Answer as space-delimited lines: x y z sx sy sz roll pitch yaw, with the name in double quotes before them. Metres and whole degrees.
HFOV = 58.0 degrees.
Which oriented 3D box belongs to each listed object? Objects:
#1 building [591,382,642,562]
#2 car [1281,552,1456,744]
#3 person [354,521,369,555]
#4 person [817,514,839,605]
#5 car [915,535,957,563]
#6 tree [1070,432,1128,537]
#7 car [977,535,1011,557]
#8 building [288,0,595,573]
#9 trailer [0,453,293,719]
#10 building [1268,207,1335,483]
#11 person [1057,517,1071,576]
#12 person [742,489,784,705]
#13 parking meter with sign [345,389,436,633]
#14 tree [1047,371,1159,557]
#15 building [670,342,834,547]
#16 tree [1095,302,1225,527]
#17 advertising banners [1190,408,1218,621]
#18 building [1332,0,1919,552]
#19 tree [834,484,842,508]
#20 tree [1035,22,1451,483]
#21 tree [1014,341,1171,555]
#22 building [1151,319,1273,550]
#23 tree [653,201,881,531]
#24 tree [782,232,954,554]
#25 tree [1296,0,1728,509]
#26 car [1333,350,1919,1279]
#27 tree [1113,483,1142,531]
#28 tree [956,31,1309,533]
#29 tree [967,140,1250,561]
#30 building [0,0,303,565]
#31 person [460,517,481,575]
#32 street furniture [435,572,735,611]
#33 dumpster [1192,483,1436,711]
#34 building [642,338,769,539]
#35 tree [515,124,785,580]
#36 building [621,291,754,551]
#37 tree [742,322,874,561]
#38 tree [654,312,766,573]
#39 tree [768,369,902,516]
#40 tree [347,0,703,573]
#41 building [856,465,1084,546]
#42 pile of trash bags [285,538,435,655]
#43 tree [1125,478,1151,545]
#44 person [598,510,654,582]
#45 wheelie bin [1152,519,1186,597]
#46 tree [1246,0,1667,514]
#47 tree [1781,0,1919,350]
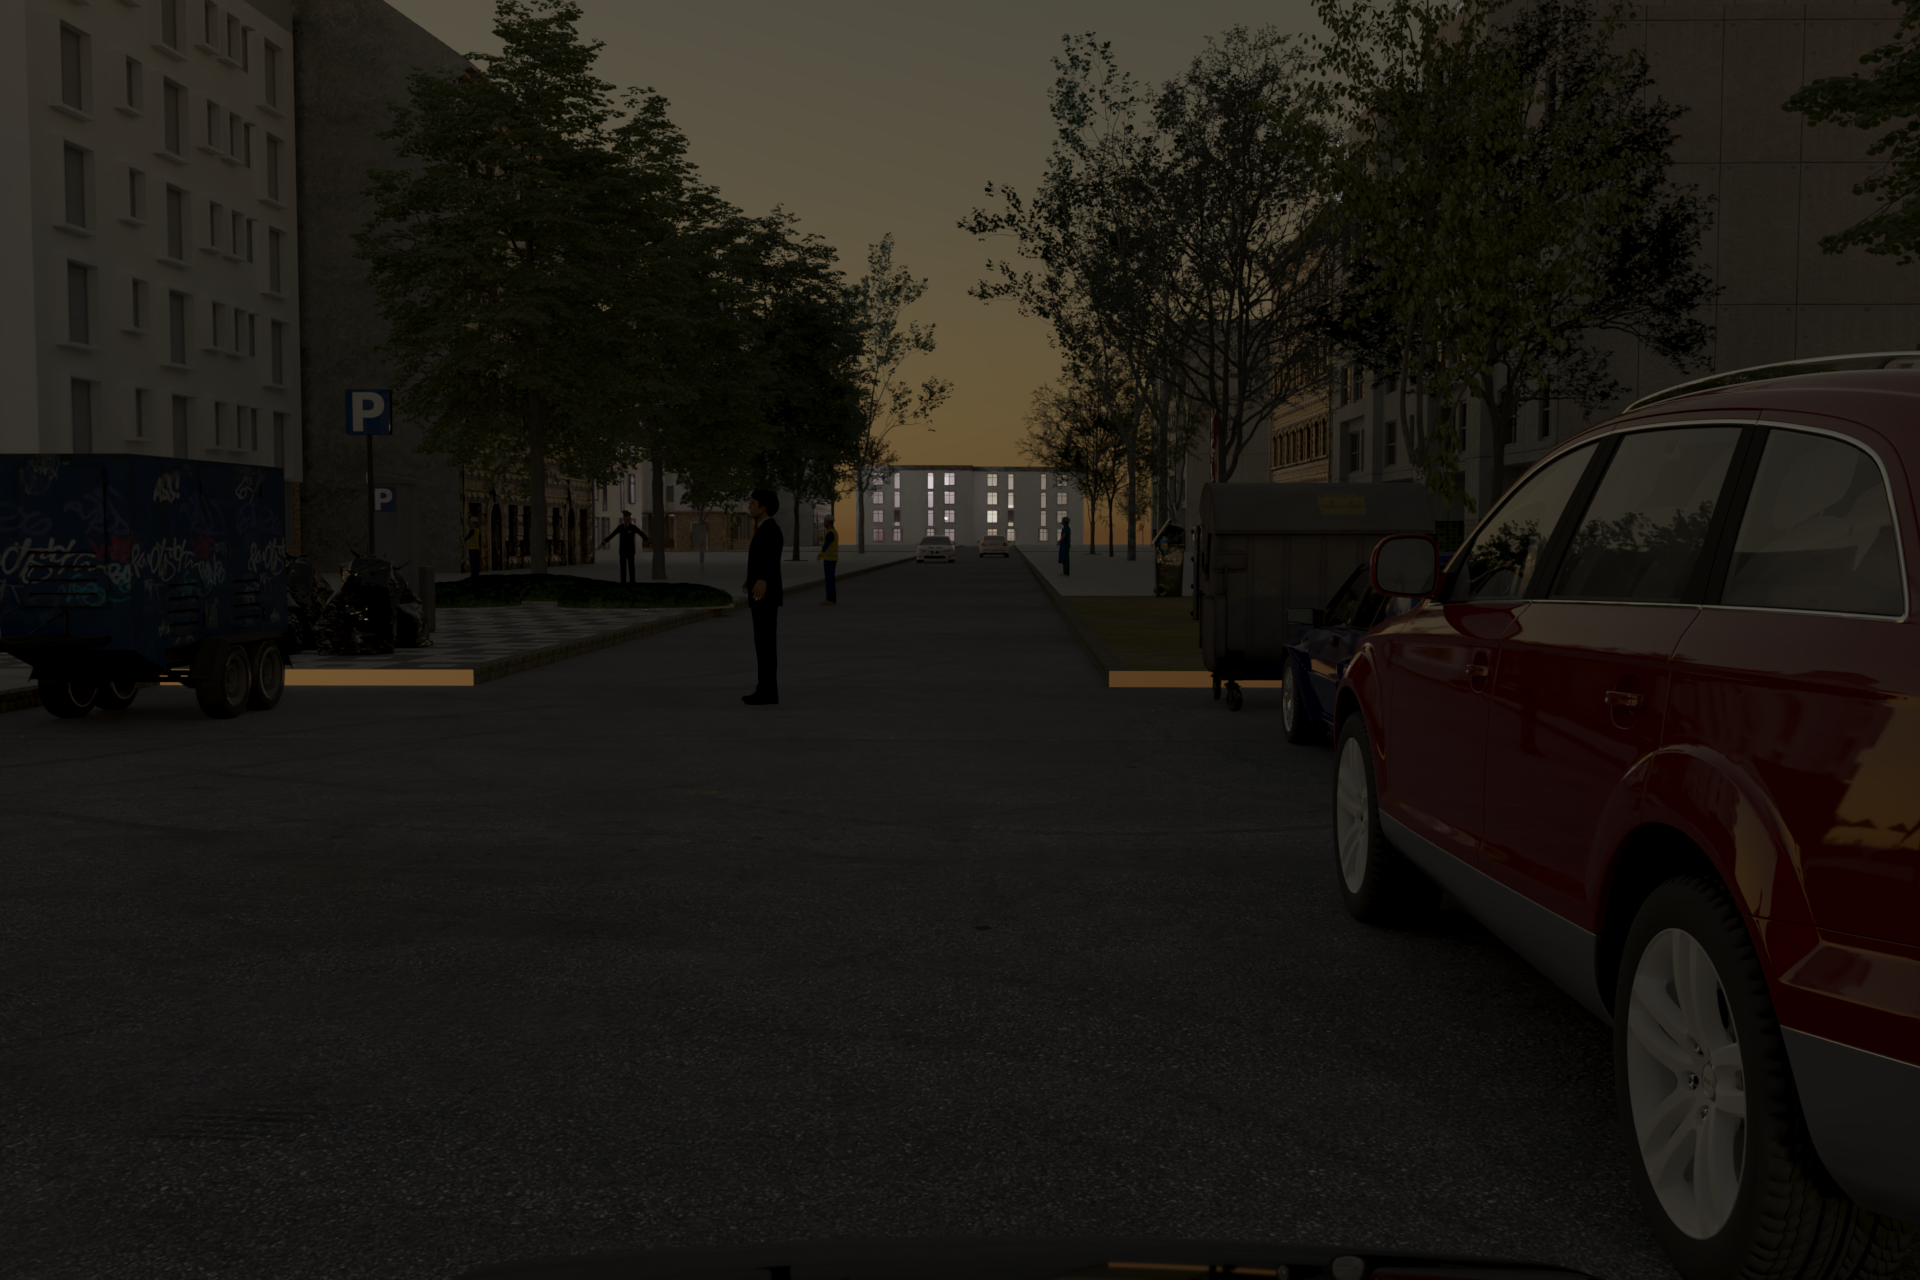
"building" -20.960 -9.046 90.047 9.099 9.664 28.070 0 4 1
"car" 3.063 0.118 10.655 1.945 1.354 3.894 0 4 1
"person" -17.644 -2.794 51.874 1.347 1.806 0.705 2 4 35
"person" -2.672 -1.633 35.127 0.705 1.833 1.349 0 4 6
"car" -1.201 -4.588 87.374 2.083 1.381 4.827 0 4 1
"tree" 8.940 -10.301 118.778 4.360 8.622 3.978 0 3 0
"car" 2.106 -5.808 107.327 2.083 1.381 4.827 0 4 1
"building" -25.184 -14.314 64.966 19.493 23.208 18.063 0 4 1
"trailer" -6.340 -0.367 13.042 1.471 1.999 3.904 0 4 1
"building" 26.765 -15.811 89.434 19.493 23.208 18.063 0 4 1
"person" 3.187 -2.854 52.783 0.704 1.817 1.347 1 4 15
"person" -1.685 -0.369 14.678 0.705 1.806 1.347 -1 4 -11
"parking meter with sign" -7.084 -1.558 21.734 0.543 3.016 1.738 0 4 2
"tree" 8.236 -9.960 97.266 7.601 10.594 8.767 -2 4 -30
"building" -23.973 -21.795 187.272 19.493 23.208 18.063 0 4 2
"tree" 6.920 -6.352 54.218 4.360 8.622 3.978 0 3 0
"advertising banners" 3.533 -1.767 25.075 0.090 3.025 2.074 0 4 0
"building" 24.972 -11.996 62.598 16.747 18.905 31.486 0 4 1
"tree" -16.265 -16.043 212.668 4.360 8.622 3.978 0 3 0
"tree" 6.461 -8.027 41.610 12.009 13.543 11.850 0 3 0
"tree" 8.377 -12.101 108.218 12.009 13.543 11.850 0 3 0
"building" 26.489 -17.412 151.137 16.747 18.905 31.486 0 4 1
"tree" -7.650 -9.715 65.491 9.857 13.997 8.962 0 3 0
"tree" -6.450 -15.590 110.778 12.611 20.169 13.585 0 3 0
"tree" 9.266 -5.775 28.840 7.601 10.594 8.767 -1 4 -15
"car" 2.411 0.239 4.760 2.281 1.827 5.304 0 4 1
"tree" 20.886 -16.066 213.046 4.737 8.622 4.395 0 3 0
"tree" 6.545 -12.906 66.901 12.611 20.169 13.585 0 3 0
"tree" 7.192 -13.954 84.037 12.611 20.169 13.585 0 3 0
"building" -26.316 -11.368 42.294 16.016 20.090 11.380 0 4 1
"person" -13.820 -2.599 48.953 0.721 1.772 1.216 1 4 8
"street furniture" -8.388 -1.056 32.892 5.734 0.657 10.072 -2 4 -27
"dumpster" 2.925 -0.382 14.456 1.865 1.857 1.264 0 4 1
"building" -24.760 -18.834 164.355 16.016 20.090 11.380 0 4 1
"tree" -8.941 -7.983 48.641 7.486 12.596 7.792 0 3 0
"building" -23.000 -17.096 135.940 16.016 20.090 11.380 0 4 1
"tree" -7.663 -9.557 82.020 9.928 11.665 9.643 0 3 0
"tree" -8.391 -6.477 56.260 4.737 8.622 4.395 0 3 0
"tree" -6.617 -9.682 92.716 7.601 10.594 8.767 -1 4 -21
"tree" -9.164 -7.268 36.961 7.486 12.596 7.792 0 3 0
"building" 1.211 -16.336 211.694 28.070 9.664 9.099 0 4 -3
"pile of trash bags" -6.974 -0.527 18.363 1.912 1.369 3.447 0 4 3
"tree" 21.791 -15.781 208.385 4.737 8.622 4.395 0 3 0
"person" -7.783 -2.111 40.445 1.347 1.837 0.705 1 4 8
"wheelie bin" 4.290 -1.687 35.487 0.693 1.594 0.980 0 4 2
"tree" 5.381 -4.212 19.222 4.737 8.622 4.395 0 3 0
"tree" 12.190 -6.033 16.771 7.486 12.596 7.792 0 3 0
